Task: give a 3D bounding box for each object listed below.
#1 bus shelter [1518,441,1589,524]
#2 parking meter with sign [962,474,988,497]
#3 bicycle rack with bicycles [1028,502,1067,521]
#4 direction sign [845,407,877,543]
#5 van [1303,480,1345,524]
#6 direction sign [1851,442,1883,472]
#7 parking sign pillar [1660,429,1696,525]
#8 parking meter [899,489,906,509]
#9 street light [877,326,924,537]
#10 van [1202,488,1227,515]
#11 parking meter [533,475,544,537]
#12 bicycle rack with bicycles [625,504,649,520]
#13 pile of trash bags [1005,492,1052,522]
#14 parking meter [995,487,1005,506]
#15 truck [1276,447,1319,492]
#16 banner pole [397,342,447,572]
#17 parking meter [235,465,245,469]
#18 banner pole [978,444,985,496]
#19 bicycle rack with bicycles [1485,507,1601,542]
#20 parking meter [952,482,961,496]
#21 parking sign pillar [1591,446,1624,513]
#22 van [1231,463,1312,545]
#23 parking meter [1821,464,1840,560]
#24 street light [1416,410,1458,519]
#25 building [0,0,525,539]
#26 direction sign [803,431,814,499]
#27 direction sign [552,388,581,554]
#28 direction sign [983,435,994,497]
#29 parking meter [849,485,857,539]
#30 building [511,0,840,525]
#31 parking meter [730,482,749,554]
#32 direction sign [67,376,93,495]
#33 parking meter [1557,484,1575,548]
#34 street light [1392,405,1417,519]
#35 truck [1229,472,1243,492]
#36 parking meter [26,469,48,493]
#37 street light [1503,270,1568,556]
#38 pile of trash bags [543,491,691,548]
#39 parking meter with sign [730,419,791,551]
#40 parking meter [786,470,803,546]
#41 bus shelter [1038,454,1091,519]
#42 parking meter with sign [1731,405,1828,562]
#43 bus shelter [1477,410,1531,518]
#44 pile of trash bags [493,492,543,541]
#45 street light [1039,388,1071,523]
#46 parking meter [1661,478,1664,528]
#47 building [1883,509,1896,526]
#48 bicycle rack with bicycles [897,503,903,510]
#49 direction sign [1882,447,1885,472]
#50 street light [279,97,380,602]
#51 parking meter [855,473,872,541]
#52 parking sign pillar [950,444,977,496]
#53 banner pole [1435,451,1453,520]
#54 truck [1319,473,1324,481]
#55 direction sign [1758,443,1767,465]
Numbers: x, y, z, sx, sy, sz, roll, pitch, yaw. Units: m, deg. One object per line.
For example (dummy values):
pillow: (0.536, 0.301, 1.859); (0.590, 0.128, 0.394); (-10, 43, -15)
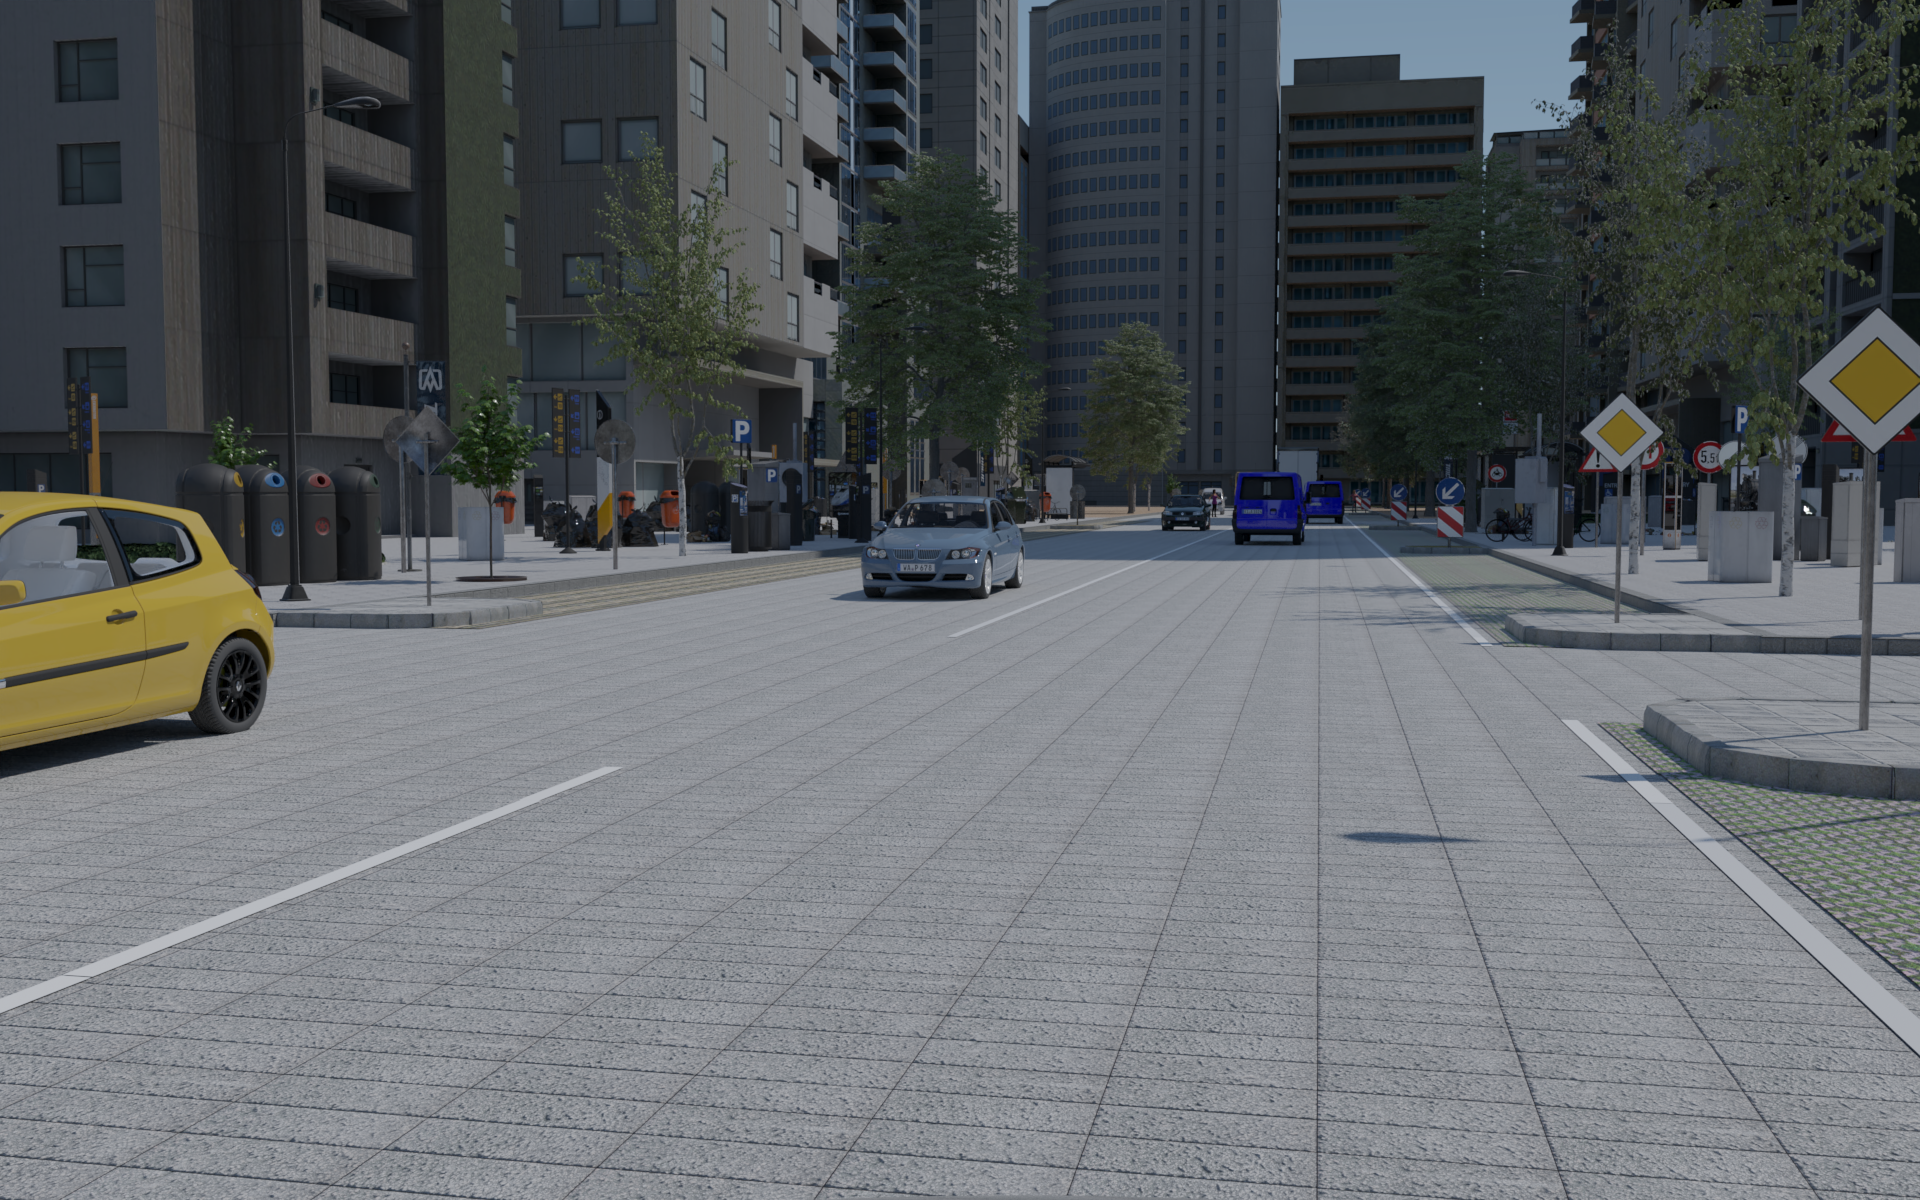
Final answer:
bus shelter: (23.586, -4.596, 69.065); (2.014, 3.302, 5.546); (1, 4, 12)
parking meter with sign: (0.462, -5.061, 79.007); (1.738, 3.016, 0.543); (0, 4, 7)
bicycle rack with bicycles: (3.769, -4.312, 83.887); (2.852, 0.926, 2.925); (3, 4, 36)
direction sign: (-2.590, -3.270, 45.461); (0.876, 3.537, 0.379); (-2, 4, -24)
van: (17.642, -4.892, 84.373); (2.240, 2.365, 5.245); (1, 4, 10)
direction sign: (22.630, -3.151, 43.513); (0.379, 3.537, 0.876); (0, 4, -2)
parking sign pillar: (29.649, -5.077, 71.478); (1.447, 3.967, 1.447); (3, 5, 41)
parking meter: (-2.965, -4.974, 89.743); (0.372, 1.533, 0.369); (0, 3, 0)
street light: (-1.673, -4.621, 48.098); (1.470, 5.913, 1.316); (1, 4, 12)
van: (17.573, -6.948, 120.619); (2.013, 2.044, 4.112); (1, 4, 10)
parking meter: (-12.585, -2.815, 51.737); (0.255, 1.863, 0.399); (-1, 4, -19)
bicycle rack with bicycles: (-11.510, -3.202, 65.735); (2.925, 0.926, 2.852); (-1, 4, -13)
pile of trash bags: (2.814, -4.353, 80.930); (3.447, 1.369, 1.912); (-2, 4, -32)
parking meter: (1.528, -3.483, 65.366); (0.372, 1.533, 0.369); (0, 3, 0)
truck: (21.177, -7.350, 109.087); (2.839, 4.237, 11.283); (1, 4, 10)
banner pole: (-8.902, -2.364, 28.668); (0.863, 3.779, 0.401); (0, 4, -6)
parking meter: (-14.435, -1.785, 34.890); (0.255, 1.863, 0.399); (-2, 4, -28)
banner pole: (0.837, -4.833, 69.038); (0.401, 3.779, 0.863); (2, 4, 26)
bicycle rack with bicycles: (15.799, -2.049, 46.885); (2.925, 0.926, 2.852); (1, 4, 20)
parking meter: (-0.178, -4.860, 85.178); (0.399, 1.863, 0.255); (3, 5, 41)
parking sign pillar: (29.274, -5.494, 78.303); (1.447, 3.967, 1.447); (0, 4, 4)
van: (9.033, -2.808, 50.294); (2.240, 2.365, 5.245); (1, 4, 13)
parking meter: (17.056, -1.728, 33.965); (0.255, 1.863, 0.399); (3, 4, 37)
street light: (17.532, -5.539, 63.097); (1.470, 5.913, 1.316); (1, 4, 12)
building: (-22.323, -17.005, 49.725); (14.160, 30.474, 14.107); (1, 4, 12)
direction sign: (-5.462, -4.318, 62.602); (0.379, 3.537, 0.876); (-2, 4, -29)
direction sign: (-8.456, -2.769, 37.268); (0.379, 3.537, 0.876); (2, 4, 28)
direction sign: (1.098, -4.568, 66.690); (0.379, 3.537, 0.876); (-2, 4, -25)
parking meter: (-2.986, -2.506, 49.385); (0.372, 1.533, 0.369); (0, 3, 0)
building: (-21.857, -30.290, 84.476); (28.713, 52.752, 27.495); (1, 4, 12)
parking meter: (-4.765, -1.774, 37.410); (0.372, 1.533, 0.369); (0, 3, 0)
direction sign: (-17.068, -2.547, 33.643); (0.876, 3.537, 0.379); (3, 4, 37)
parking meter: (14.379, -2.000, 41.116); (0.372, 1.533, 0.369); (0, 3, 0)
street light: (23.191, -7.193, 90.152); (1.470, 5.913, 1.316); (1, 4, 12)
truck: (25.871, -9.652, 153.729); (3.469, 3.379, 9.791); (1, 4, 12)
parking meter: (-21.605, -2.133, 40.581); (0.255, 1.863, 0.399); (1, 4, 15)
street light: (11.964, -3.883, 36.024); (1.470, 5.913, 1.316); (1, 4, 12)
pile of trash bags: (-8.146, -1.998, 42.417); (1.912, 1.369, 3.447); (3, 4, 38)
parking meter with sign: (-4.557, -2.673, 39.957); (0.543, 3.016, 1.738); (-3, 5, -43)
parking meter: (-4.105, -2.279, 42.974); (0.255, 1.863, 0.399); (2, 4, 27)
bus shelter: (5.536, -5.944, 91.107); (2.014, 3.302, 5.546); (1, 4, 12)
parking meter with sign: (15.892, -2.282, 33.565); (0.543, 3.016, 1.738); (-3, 4, -39)
bus shelter: (25.081, -6.293, 80.523); (2.179, 5.291, 8.768); (1, 4, 12)
pile of trash bags: (-11.198, -2.327, 47.804); (3.447, 1.369, 1.912); (0, 4, 6)
street light: (4.151, -6.320, 75.869); (1.470, 5.913, 1.316); (1, 4, 12)
parking meter: (26.328, -3.603, 64.618); (0.255, 1.863, 0.399); (1, 4, 15)
building: (45.614, -38.647, 70.133); (20.563, 71.187, 20.611); (1, 4, 12)
bicycle rack with bicycles: (-1.516, -3.786, 75.284); (2.852, 0.926, 2.925); (1, 4, 23)
direction sign: (32.377, -4.257, 61.606); (0.876, 3.537, 0.379); (2, 4, 34)
street light: (-7.464, -2.935, 20.527); (1.470, 5.913, 1.316); (1, 4, 12)
parking meter: (-2.636, -2.543, 47.285); (0.399, 1.863, 0.255); (-2, 4, -25)
parking sign pillar: (0.186, -6.042, 87.260); (1.447, 3.967, 1.447); (-1, 4, -18)
banner pole: (23.961, -5.848, 85.639); (0.863, 3.779, 0.401); (1, 4, 20)
truck: (24.740, -7.994, 126.618); (3.469, 3.379, 9.791); (1, 4, 13)
direction sign: (35.523, -5.168, 76.488); (0.876, 3.537, 0.379); (-2, 4, -26)
